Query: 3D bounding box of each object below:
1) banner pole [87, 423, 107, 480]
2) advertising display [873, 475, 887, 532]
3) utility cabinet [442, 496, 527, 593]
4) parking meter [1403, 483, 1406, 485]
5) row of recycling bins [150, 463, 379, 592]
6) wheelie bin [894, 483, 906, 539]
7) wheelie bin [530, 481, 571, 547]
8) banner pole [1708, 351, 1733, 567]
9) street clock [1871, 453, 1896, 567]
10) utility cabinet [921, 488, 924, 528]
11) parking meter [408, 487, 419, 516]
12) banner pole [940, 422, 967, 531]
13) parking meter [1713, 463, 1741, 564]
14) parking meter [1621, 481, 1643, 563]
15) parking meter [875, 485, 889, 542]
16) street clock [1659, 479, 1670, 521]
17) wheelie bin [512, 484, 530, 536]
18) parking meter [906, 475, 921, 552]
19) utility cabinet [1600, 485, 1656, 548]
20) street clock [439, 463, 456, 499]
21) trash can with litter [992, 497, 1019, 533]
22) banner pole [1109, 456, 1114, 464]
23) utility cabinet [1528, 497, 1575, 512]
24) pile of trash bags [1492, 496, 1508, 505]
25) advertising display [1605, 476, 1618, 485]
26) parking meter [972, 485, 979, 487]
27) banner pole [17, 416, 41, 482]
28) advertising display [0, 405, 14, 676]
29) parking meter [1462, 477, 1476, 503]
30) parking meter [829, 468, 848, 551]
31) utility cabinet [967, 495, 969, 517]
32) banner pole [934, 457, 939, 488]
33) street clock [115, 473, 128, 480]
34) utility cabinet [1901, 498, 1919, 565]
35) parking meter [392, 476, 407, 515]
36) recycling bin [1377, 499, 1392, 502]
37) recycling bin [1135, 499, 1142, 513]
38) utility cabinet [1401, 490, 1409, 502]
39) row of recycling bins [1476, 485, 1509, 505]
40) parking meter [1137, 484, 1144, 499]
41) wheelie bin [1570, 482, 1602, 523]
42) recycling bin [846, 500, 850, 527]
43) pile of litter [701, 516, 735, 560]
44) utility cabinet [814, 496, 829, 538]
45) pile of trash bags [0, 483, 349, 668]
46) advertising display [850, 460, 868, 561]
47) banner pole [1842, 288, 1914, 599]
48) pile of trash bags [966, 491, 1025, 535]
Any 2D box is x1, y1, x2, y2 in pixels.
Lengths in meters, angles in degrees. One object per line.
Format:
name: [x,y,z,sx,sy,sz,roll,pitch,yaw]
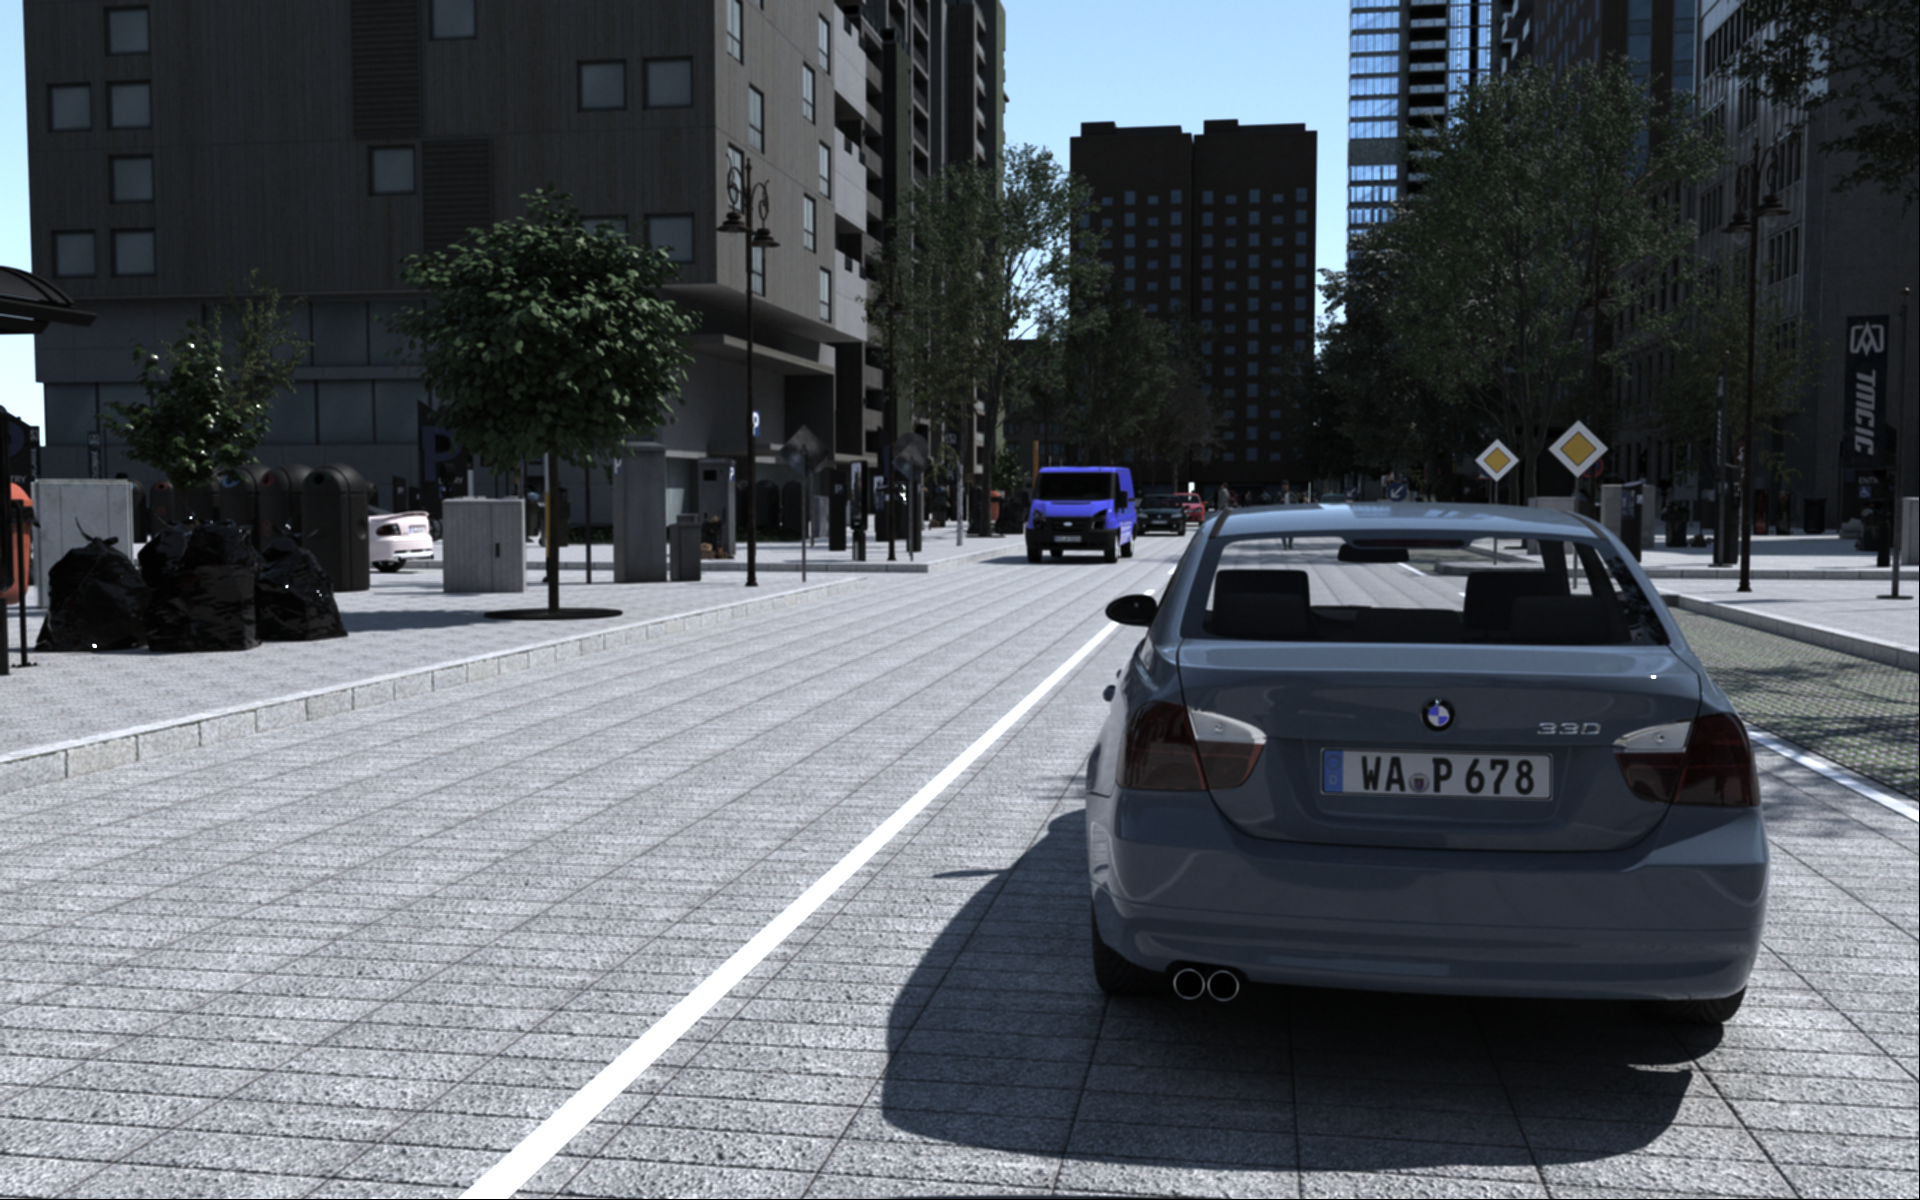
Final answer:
banner pole: [-30.187,-4.328,60.775,0.863,3.779,0.401,0,4,5]
advertising display: [-2.711,-3.272,58.708,0.123,1.923,0.974,-2,4,-25]
utility cabinet: [-6.204,-0.699,22.598,1.020,1.237,0.306,0,4,-4]
parking meter: [23.580,-5.313,92.579,0.255,1.863,0.399,-3,4,-36]
row of recycling bins: [-9.425,-1.012,23.666,3.534,1.692,1.069,2,4,31]
wheelie bin: [-1.612,-2.522,49.142,0.980,1.594,0.693,-3,4,-37]
wheelie bin: [-9.887,-2.099,42.229,0.693,1.594,0.980,-3,4,-37]
banner pole: [13.439,-2.483,30.609,0.401,3.779,0.863,1,4,12]
street clock: [16.262,-1.582,30.437,0.471,2.002,0.358,2,4,34]
utility cabinet: [-1.803,-3.392,64.135,0.318,1.500,1.173,-3,4,-37]
parking meter: [-18.366,-3.052,58.306,0.372,1.533,0.369,0,3,0]
banner pole: [-0.171,-4.278,59.957,0.863,3.779,0.401,-1,4,-18]
parking meter: [14.049,-1.590,31.706,0.255,1.863,0.399,-2,4,-32]
parking meter: [12.606,-1.474,32.513,0.372,1.533,0.369,0,3,0]
parking meter: [-2.087,-2.338,46.636,0.372,1.533,0.369,0,3,0]
street clock: [33.511,-4.764,82.454,0.471,2.002,0.358,1,4,15]
wheelie bin: [-13.171,-2.729,52.524,0.980,1.594,0.693,1,4,14]
parking meter: [-1.022,-2.003,38.459,0.255,1.863,0.399,1,4,15]
utility cabinet: [15.690,-1.958,40.693,1.173,1.500,0.318,0,4,0]
street clock: [-11.958,-2.194,40.448,0.358,2.002,0.471,-3,4,-36]
trash can with litter: [1.500,-2.833,57.711,1.055,1.170,0.624,-2,4,-26]
banner pole: [9.100,-6.982,104.170,0.401,3.779,0.863,-1,4,-17]
utility cabinet: [12.519,-1.563,36.715,1.020,1.237,0.306,-1,4,-23]
pile of trash bags: [21.762,-3.606,68.711,3.447,1.369,1.912,0,4,-6]
advertising display: [23.376,-3.485,62.192,0.123,1.923,0.974,3,5,40]
parking meter: [0.970,-6.188,106.890,0.399,1.863,0.255,2,4,29]
banner pole: [-30.052,-4.027,55.861,0.863,3.779,0.401,0,4,-5]
advertising display: [-7.195,-0.425,12.169,0.974,1.923,0.123,0,4,-8]
parking meter: [17.107,-3.215,58.269,0.399,1.863,0.255,3,4,36]
parking meter: [-2.755,-2.045,39.146,0.399,1.863,0.255,-1,4,-15]
utility cabinet: [0.042,-5.125,94.955,0.306,1.237,1.020,3,4,39]
banner pole: [-1.283,-6.835,101.766,0.401,3.779,0.863,-3,5,-41]
street clock: [-28.729,-3.354,59.415,0.471,2.002,0.358,3,5,39]
utility cabinet: [17.604,-1.233,31.317,1.020,1.237,0.306,0,4,-1]
parking meter: [-17.954,-3.047,55.534,0.399,1.863,0.255,-2,4,-35]
recycling bin: [20.690,-4.370,84.000,0.722,1.027,0.722,2,4,33]
recycling bin: [10.008,-5.197,97.525,0.722,1.027,0.722,0,4,8]
utility cabinet: [22.951,-4.950,89.618,0.318,1.500,1.173,2,4,30]
row of recycling bins: [22.519,-4.213,76.000,3.534,1.692,1.069,1,4,17]
parking meter: [10.505,-5.819,100.845,0.399,1.863,0.255,1,4,10]
wheelie bin: [16.117,-2.241,44.542,0.980,1.594,0.693,-3,5,-42]
recycling bin: [-4.419,-3.436,68.733,0.722,1.027,0.722,0,4,7]
pile of litter: [-5.135,-1.256,34.501,1.176,0.858,1.719,-2,4,-24]
utility cabinet: [-4.132,-2.465,51.459,0.306,1.237,1.020,1,4,15]
pile of trash bags: [-6.778,-0.276,14.263,1.912,1.369,3.447,1,4,17]
advertising display: [-1.949,-1.723,33.382,0.123,1.923,0.974,-1,4,-16]
banner pole: [11.278,-1.911,21.262,0.863,3.779,0.401,2,4,28]
pile of trash bags: [1.112,-2.784,55.275,1.912,1.369,3.447,0,4,2]
